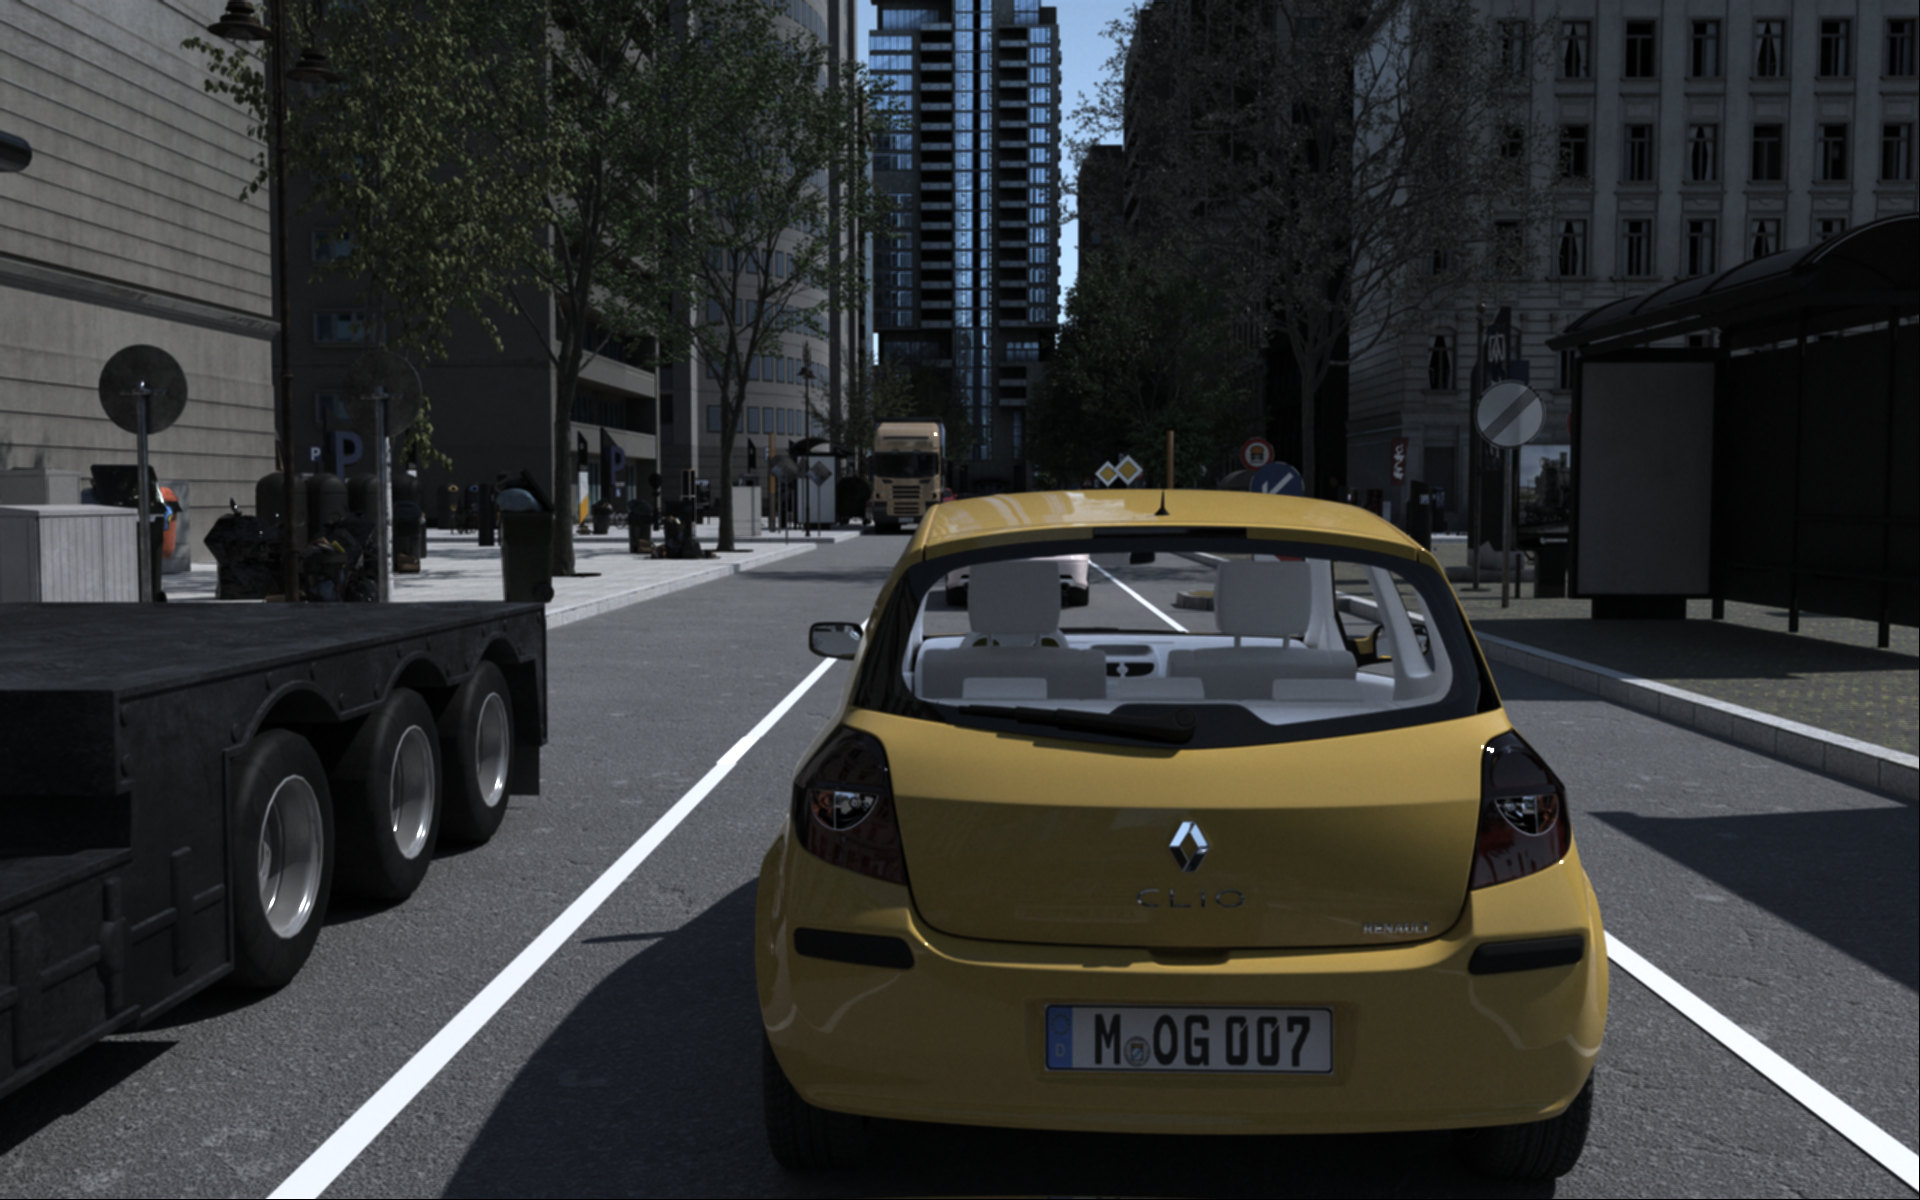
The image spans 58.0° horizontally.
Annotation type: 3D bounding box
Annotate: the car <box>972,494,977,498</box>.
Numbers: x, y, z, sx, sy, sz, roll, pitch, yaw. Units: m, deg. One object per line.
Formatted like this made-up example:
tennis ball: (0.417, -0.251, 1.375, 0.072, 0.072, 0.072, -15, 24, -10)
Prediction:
car: (1.293, -10.518, 183.978, 2.014, 1.417, 4.499, 0, 4, 1)

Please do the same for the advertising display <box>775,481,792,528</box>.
advertising display: (-6.794, -3.735, 66.283, 0.123, 1.923, 0.974, 3, 4, 37)

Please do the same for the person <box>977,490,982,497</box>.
person: (1.799, -8.969, 155.231, 0.705, 1.814, 1.350, 2, 4, 24)

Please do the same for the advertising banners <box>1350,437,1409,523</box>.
advertising banners: (12.870, -3.525, 53.818, 2.074, 3.025, 0.090, 1, 4, 22)

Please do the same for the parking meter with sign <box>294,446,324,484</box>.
parking meter with sign: (-23.805, -4.064, 62.715, 0.543, 3.016, 1.738, 1, 4, 16)

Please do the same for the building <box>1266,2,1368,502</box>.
building: (21.671, -15.339, 80.478, 12.332, 23.373, 15.834, 0, 4, 1)

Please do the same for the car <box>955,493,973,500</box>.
car: (0.346, -8.035, 140.405, 2.155, 1.783, 4.494, 0, 4, 0)

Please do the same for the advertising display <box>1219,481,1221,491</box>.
advertising display: (13.515, -5.023, 87.344, 0.974, 1.923, 0.123, 0, 4, 7)

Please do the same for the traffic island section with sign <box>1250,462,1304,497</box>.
traffic island section with sign: (3.804, -0.822, 22.064, 1.989, 1.847, 2.006, 0, 4, 1)

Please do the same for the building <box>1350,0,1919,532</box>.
building: (24.008, -13.074, 62.917, 18.267, 20.994, 9.793, 0, 4, 1)

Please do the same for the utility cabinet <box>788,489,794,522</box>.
utility cabinet: (-7.632, -4.304, 79.048, 1.173, 1.500, 0.318, 3, 5, 41)

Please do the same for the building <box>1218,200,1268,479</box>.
building: (20.753, -14.283, 98.159, 10.561, 19.102, 19.286, 0, 4, 1)

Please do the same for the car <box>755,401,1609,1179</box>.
car: (0.491, 0.315, 5.078, 2.015, 1.641, 3.980, 0, 4, 2)

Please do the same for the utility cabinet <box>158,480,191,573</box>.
utility cabinet: (-12.872, -1.158, 27.619, 0.318, 1.500, 1.173, 2, 4, 23)

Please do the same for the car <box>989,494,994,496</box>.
car: (3.459, -9.787, 170.240, 2.015, 1.641, 3.980, 0, 4, 1)

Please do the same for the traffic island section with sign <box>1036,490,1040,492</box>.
traffic island section with sign: (5.566, -5.806, 103.555, 1.989, 1.847, 2.006, 0, 4, 1)

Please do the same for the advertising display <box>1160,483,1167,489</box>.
advertising display: (10.178, -4.824, 84.087, 0.974, 1.923, 0.123, 3, 4, 36)

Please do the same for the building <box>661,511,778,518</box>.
building: (-18.829, -34.555, 106.979, 21.231, 58.520, 28.212, 0, 4, 1)

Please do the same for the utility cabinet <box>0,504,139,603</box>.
utility cabinet: (-5.133, 0.071, 10.002, 0.306, 1.237, 1.020, 0, 4, 3)

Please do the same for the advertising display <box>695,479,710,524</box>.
advertising display: (-11.125, -4.188, 73.687, 0.974, 1.923, 0.123, -1, 4, -15)

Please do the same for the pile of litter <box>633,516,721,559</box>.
pile of litter: (-5.638, -1.255, 34.489, 1.719, 0.858, 1.176, 2, 4, 26)

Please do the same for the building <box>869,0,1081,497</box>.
building: (0.148, -56.007, 228.390, 31.000, 86.520, 22.319, 0, 4, 1)

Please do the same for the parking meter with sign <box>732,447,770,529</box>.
parking meter with sign: (-7.761, -4.116, 63.552, 1.738, 3.016, 0.543, -2, 4, -32)

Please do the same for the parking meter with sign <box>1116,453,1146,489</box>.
parking meter with sign: (7.460, -4.684, 72.849, 1.738, 3.016, 0.543, 3, 4, 37)

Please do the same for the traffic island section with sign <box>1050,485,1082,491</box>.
traffic island section with sign: (4.973, -4.158, 76.607, 1.989, 1.847, 2.006, 0, 4, 1)

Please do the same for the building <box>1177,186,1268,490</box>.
building: (20.223, -16.411, 117.479, 9.793, 20.994, 18.267, 0, 4, 1)

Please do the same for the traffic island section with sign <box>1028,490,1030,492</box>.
traffic island section with sign: (7.246, -10.545, 181.045, 1.989, 1.847, 2.006, 0, 4, 1)

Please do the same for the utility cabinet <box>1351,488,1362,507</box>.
utility cabinet: (13.895, -3.210, 61.161, 0.318, 1.500, 1.173, 2, 4, 28)

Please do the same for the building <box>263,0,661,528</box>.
building: (-25.787, -27.577, 74.581, 21.300, 48.544, 21.600, 0, 4, 1)

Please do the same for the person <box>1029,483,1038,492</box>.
person: (2.779, -3.469, 65.316, 0.850, 1.850, 0.679, -1, 4, -19)

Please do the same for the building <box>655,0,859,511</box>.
building: (-21.372, -38.154, 165.809, 21.231, 58.520, 28.212, 0, 4, 1)

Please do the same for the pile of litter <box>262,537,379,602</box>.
pile of litter: (-6.589, -0.225, 17.643, 1.719, 0.858, 1.176, -2, 4, -25)

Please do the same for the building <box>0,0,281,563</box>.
building: (-35.714, -15.358, 27.521, 44.131, 29.872, 17.030, 0, 4, 1)

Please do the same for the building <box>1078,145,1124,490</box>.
building: (22.655, -35.170, 225.141, 14.200, 45.320, 14.600, 0, 4, 1)

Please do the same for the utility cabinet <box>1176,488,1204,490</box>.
utility cabinet: (8.674, -3.495, 65.816, 1.173, 1.500, 0.318, -2, 4, -26)

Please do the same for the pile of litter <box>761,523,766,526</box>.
pile of litter: (-8.575, -3.444, 70.272, 1.176, 0.858, 1.719, -2, 4, -32)

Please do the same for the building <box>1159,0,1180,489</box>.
building: (26.720, -43.265, 145.636, 20.563, 71.187, 20.611, 0, 4, 1)

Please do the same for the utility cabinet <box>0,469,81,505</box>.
utility cabinet: (-8.236, -0.421, 15.559, 1.173, 1.500, 0.318, 3, 5, 44)

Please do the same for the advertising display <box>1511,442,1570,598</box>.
advertising display: (7.287, -0.987, 21.347, 0.974, 1.923, 0.123, 0, 4, -8)

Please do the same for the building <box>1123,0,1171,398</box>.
building: (27.215, -33.286, 167.924, 21.300, 48.544, 21.600, 0, 4, 1)

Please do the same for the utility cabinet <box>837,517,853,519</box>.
utility cabinet: (-6.043, -4.865, 90.698, 1.020, 1.237, 0.306, 3, 5, 43)

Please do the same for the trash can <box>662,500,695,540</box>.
trash can: (-6.573, -1.763, 40.480, 0.748, 1.137, 0.748, 0, 3, 0)

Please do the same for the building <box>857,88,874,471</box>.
building: (-16.966, -32.860, 187.378, 14.200, 45.320, 14.600, 0, 4, 1)

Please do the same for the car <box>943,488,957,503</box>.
car: (-1.275, -5.836, 104.094, 2.281, 1.827, 5.304, 0, 4, 2)

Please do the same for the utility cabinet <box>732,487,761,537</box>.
utility cabinet: (-6.489, -2.638, 51.803, 0.318, 1.500, 1.173, 3, 5, 41)

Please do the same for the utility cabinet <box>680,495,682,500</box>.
utility cabinet: (-12.381, -4.198, 79.803, 1.020, 1.237, 0.306, 1, 4, 19)
